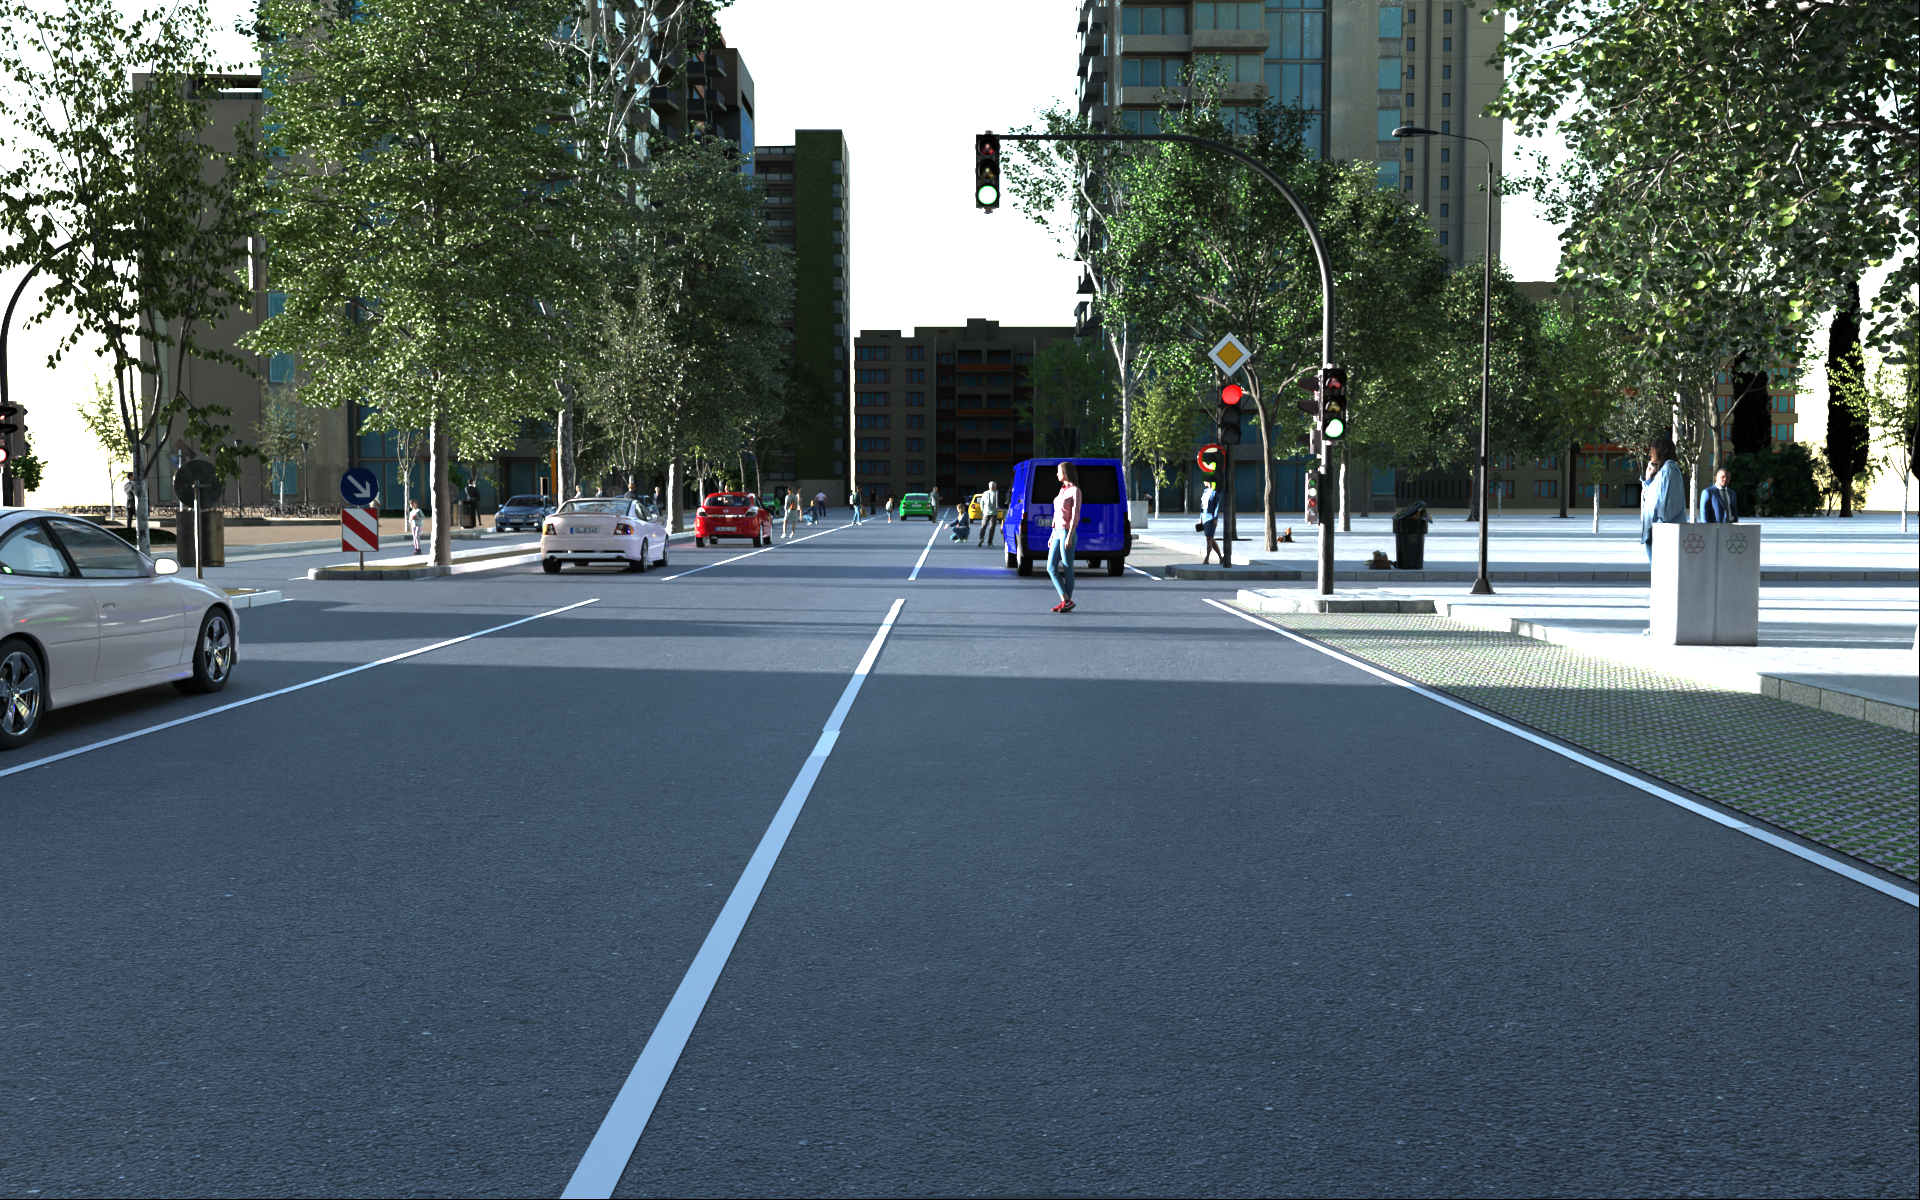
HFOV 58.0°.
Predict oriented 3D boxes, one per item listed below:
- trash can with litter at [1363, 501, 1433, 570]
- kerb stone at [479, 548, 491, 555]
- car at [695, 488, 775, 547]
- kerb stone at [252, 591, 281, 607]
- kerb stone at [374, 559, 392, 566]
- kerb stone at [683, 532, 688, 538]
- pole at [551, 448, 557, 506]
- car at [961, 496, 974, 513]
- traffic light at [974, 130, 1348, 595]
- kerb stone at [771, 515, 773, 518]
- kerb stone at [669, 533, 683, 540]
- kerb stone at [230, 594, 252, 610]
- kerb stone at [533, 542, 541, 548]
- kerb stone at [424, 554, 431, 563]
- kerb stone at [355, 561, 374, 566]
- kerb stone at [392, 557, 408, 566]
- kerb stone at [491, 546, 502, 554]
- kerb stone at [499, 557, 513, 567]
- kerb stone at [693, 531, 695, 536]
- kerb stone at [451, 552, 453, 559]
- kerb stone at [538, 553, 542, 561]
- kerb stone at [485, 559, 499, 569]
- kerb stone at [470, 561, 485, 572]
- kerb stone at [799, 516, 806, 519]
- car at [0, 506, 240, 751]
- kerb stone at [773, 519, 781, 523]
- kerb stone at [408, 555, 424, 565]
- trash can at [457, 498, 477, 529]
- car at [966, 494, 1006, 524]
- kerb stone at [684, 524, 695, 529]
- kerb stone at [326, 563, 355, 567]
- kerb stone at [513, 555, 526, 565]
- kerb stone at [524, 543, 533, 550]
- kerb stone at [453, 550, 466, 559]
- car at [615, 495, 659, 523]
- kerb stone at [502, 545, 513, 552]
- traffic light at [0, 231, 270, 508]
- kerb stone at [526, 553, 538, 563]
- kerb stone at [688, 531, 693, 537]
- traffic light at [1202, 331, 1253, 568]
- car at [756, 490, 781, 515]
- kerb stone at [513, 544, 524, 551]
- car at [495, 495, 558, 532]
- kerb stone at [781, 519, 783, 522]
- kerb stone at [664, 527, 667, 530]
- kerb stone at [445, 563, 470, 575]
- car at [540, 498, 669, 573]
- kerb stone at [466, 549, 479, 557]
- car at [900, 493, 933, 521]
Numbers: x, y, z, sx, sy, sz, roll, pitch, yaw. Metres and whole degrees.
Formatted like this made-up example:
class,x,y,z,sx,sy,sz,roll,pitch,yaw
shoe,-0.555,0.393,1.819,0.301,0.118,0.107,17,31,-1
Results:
class,x,y,z,sx,sy,sz,roll,pitch,yaw
trash can with litter,7.462,-1.108,29.505,1.055,1.170,0.624,-1,4,-9
kerb stone,-11.199,-1.110,40.411,0.120,0.150,1.000,0,3,0
car,-6.244,-2.387,48.076,2.155,1.783,4.494,0,4,-1
kerb stone,-9.057,-0.015,22.455,0.120,0.150,1.000,0,3,0
kerb stone,-11.182,-0.676,33.243,0.120,0.150,1.000,0,3,0
kerb stone,-9.131,-2.117,56.810,0.120,0.150,1.000,0,3,0
pole,-18.168,-5.116,77.484,0.158,3.312,0.155,0,3,0
car,1.063,-6.259,114.912,1.945,1.354,3.894,0,4,-1
traffic light,2.563,-2.891,21.936,4.771,5.953,1.251,0,3,0
kerb stone,-11.322,-5.000,103.996,0.120,0.150,1.000,0,3,0
kerb stone,-9.136,-2.054,55.788,0.120,0.150,1.000,0,3,0
kerb stone,-9.063,0.047,21.431,0.120,0.150,1.000,0,3,0
kerb stone,-11.210,-1.428,45.535,0.120,0.150,1.000,0,3,0
kerb stone,-11.191,-0.864,36.322,0.120,0.150,1.000,0,3,0
kerb stone,-11.183,-0.613,32.221,0.120,0.150,1.000,0,3,0
kerb stone,-11.186,-0.739,34.272,0.120,0.150,1.000,0,3,0
kerb stone,-11.203,-1.177,41.433,0.120,0.150,1.000,0,3,0
kerb stone,-9.085,-0.740,34.287,0.120,0.150,1.000,0,3,0
kerb stone,-9.131,-2.239,58.873,0.120,0.150,1.000,0,3,0
kerb stone,-11.190,-0.927,37.344,0.120,0.150,1.000,0,3,0
kerb stone,-9.088,-0.926,37.353,0.120,0.150,1.000,0,3,0
kerb stone,-9.085,-0.676,33.250,0.120,0.150,1.000,0,3,0
kerb stone,-9.078,-0.614,32.227,0.120,0.150,1.000,0,3,0
kerb stone,-9.226,-4.869,101.893,0.120,0.150,1.000,0,3,0
car,-6.245,0.081,11.030,2.083,1.381,4.827,0,4,-1
kerb stone,-9.194,-3.935,86.535,0.120,0.150,1.000,0,3,0
kerb stone,-11.188,-0.800,35.299,0.120,0.150,1.000,0,3,0
trash can,-18.331,-3.230,64.458,0.748,1.137,0.748,0,3,0
car,1.286,-4.577,85.054,2.015,1.641,3.980,0,4,0
kerb stone,-11.265,-3.058,72.188,0.120,0.150,1.000,0,3,0
kerb stone,-11.178,-0.551,31.196,0.120,0.150,1.000,0,3,0
kerb stone,-9.080,-0.802,35.309,0.120,0.150,1.000,0,3,0
kerb stone,-11.210,-1.365,44.513,0.120,0.150,1.000,0,3,0
kerb stone,-11.201,-0.989,38.366,0.120,0.150,1.000,0,3,0
car,-13.824,-3.711,72.671,2.014,1.417,4.499,0,4,1
kerb stone,-11.205,-1.239,42.462,0.120,0.150,1.000,0,3,0
traffic light,-14.431,-3.387,30.048,4.771,5.953,1.251,0,3,0
kerb stone,-9.091,-0.865,36.331,0.120,0.150,1.000,0,3,0
kerb stone,-9.141,-2.180,57.843,0.120,0.150,1.000,0,3,0
traffic light,4.639,-2.517,30.067,0.839,4.253,0.868,0,3,0
car,-13.000,-6.493,114.961,1.959,1.807,4.718,0,4,1
kerb stone,-11.203,-1.302,43.489,0.120,0.150,1.000,0,3,0
car,-16.515,-3.323,66.341,2.014,1.417,4.499,0,4,-2
kerb stone,-9.190,-3.997,87.557,0.120,0.150,1.000,0,3,0
kerb stone,-11.252,-2.740,67.066,0.120,0.150,1.000,0,3,0
kerb stone,-9.082,-0.551,31.200,0.120,0.150,1.000,0,3,0
car,-6.705,-1.260,32.964,2.083,1.381,4.827,0,4,-2
kerb stone,-11.190,-1.051,39.388,0.120,0.150,1.000,0,3,0
car,-2.319,-5.212,94.016,1.959,1.807,4.718,0,3,0
